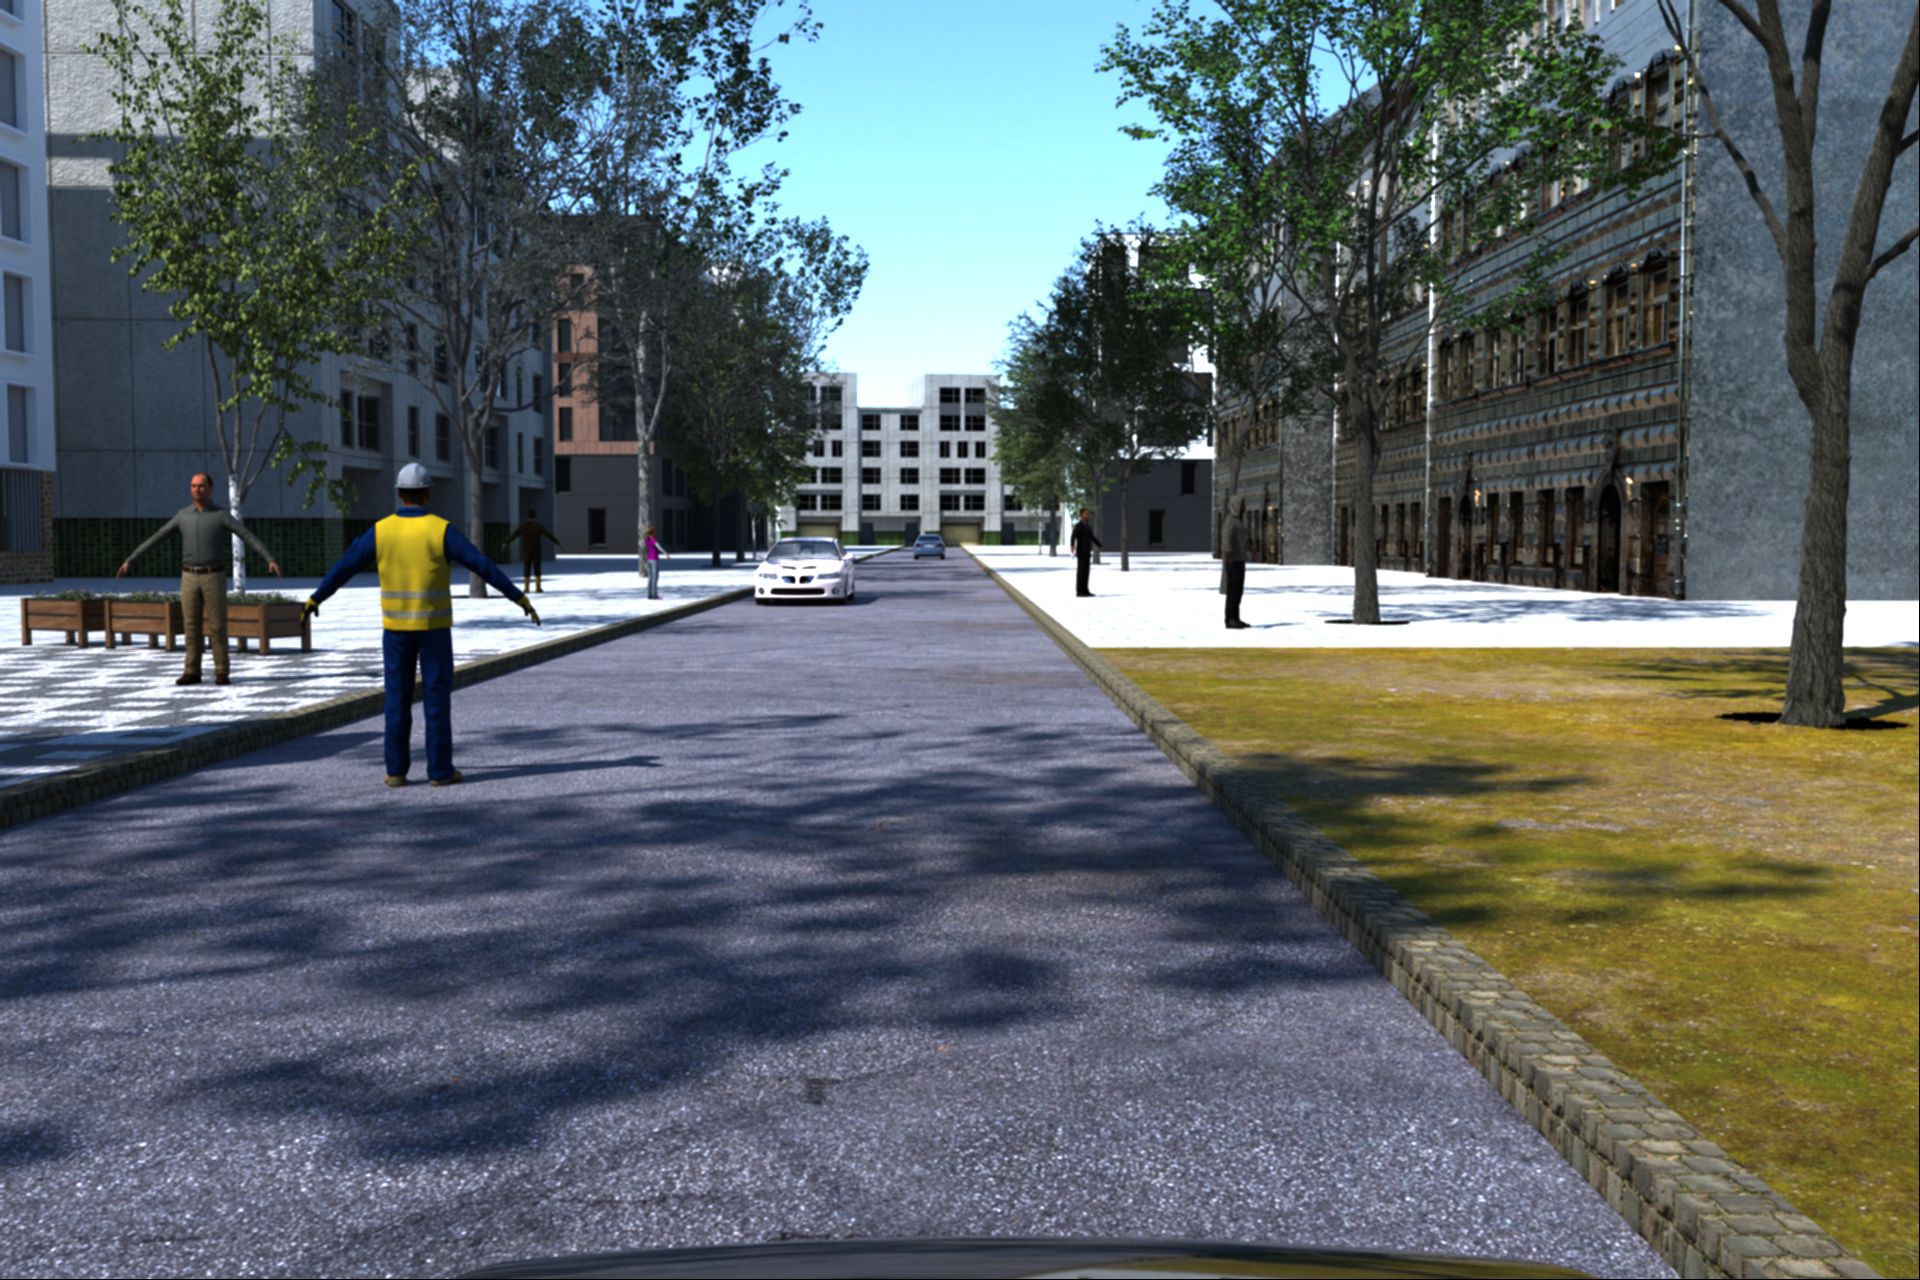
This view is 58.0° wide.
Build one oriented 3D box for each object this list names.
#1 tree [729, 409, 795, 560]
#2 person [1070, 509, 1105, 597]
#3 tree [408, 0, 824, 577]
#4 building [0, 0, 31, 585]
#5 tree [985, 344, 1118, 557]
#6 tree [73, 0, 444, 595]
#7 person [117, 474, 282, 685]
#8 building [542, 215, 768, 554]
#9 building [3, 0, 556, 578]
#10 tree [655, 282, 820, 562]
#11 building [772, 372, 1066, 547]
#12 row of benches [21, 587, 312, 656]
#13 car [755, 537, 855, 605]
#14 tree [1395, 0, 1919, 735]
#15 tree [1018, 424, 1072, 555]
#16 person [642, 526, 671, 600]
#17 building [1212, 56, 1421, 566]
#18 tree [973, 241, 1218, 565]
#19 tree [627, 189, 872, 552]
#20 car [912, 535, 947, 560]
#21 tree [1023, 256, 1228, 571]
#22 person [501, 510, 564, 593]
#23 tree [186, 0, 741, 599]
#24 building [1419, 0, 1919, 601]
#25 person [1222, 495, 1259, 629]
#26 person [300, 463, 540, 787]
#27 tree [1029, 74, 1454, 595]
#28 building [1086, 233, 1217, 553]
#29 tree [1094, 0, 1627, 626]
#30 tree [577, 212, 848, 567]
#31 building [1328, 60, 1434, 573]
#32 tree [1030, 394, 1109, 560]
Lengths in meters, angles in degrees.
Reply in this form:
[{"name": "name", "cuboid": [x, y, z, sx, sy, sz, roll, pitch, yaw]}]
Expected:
[{"name": "tree", "cuboid": [-10.263, -8.351, 86.897, 4.737, 8.622, 4.395, 0, 3, 0]}, {"name": "person", "cuboid": [2.559, -1.788, 35.465, 0.704, 1.802, 1.346, 2, 4, 32]}, {"name": "tree", "cuboid": [-10.388, -11.852, 49.666, 12.611, 20.169, 13.585, 0, 3, 0]}, {"name": "building", "cuboid": [-28.789, -10.765, 32.429, 16.016, 20.090, 11.380, 0, 4, -1]}, {"name": "tree", "cuboid": [4.837, -10.936, 96.933, 7.486, 12.596, 7.792, 0, 3, 0]}, {"name": "tree", "cuboid": [-9.008, -4.371, 21.832, 4.737, 8.622, 4.395, 0, 3, 0]}, {"name": "person", "cuboid": [-6.462, -0.521, 14.787, 1.348, 1.796, 0.705, 0, 4, -6]}, {"name": "building", "cuboid": [-30.029, -17.340, 127.486, 27.936, 21.610, 32.646, 0, 4, 1]}, {"name": "building", "cuboid": [-27.300, -12.198, 65.903, 16.747, 18.905, 31.486, 0, 4, -1]}, {"name": "tree", "cuboid": [-10.388, -9.805, 78.437, 7.486, 12.596, 7.792, 0, 3, 0]}, {"name": "building", "cuboid": [-5.161, -20.087, 197.338, 31.486, 18.905, 16.747, -1, 4, -9]}, {"name": "row of benches", "cuboid": [-8.840, -0.234, 19.295, 4.104, 0.672, 1.422, 2, 4, 27]}, {"name": "car", "cuboid": [-3.222, -1.477, 36.505, 2.083, 1.381, 4.827, 0, 4, 0]}, {"name": "tree", "cuboid": [5.693, -5.225, 11.185, 9.928, 11.665, 9.643, 0, 3, 0]}, {"name": "tree", "cuboid": [4.724, -9.459, 105.009, 4.360, 8.622, 3.978, 0, 3, 0]}, {"name": "person", "cuboid": [-5.965, -1.510, 33.948, 0.599, 1.433, 0.991, -3, 5, -42]}, {"name": "building", "cuboid": [22.211, -15.154, 78.701, 19.493, 23.208, 18.063, 0, 4, 0]}, {"name": "tree", "cuboid": [5.750, -9.896, 72.164, 12.009, 13.543, 11.850, 0, 3, 0]}, {"name": "tree", "cuboid": [-11.642, -14.705, 96.312, 12.611, 20.169, 13.585, 0, 3, 0]}, {"name": "car", "cuboid": [-1.726, -5.268, 98.138, 2.014, 1.417, 4.499, 0, 4, 0]}, {"name": "tree", "cuboid": [5.386, -7.623, 59.048, 7.601, 10.594, 8.767, -3, 4, -36]}, {"name": "person", "cuboid": [-9.356, -1.942, 37.886, 1.346, 1.812, 0.704, 0, 4, -7]}, {"name": "tree", "cuboid": [-9.609, -7.567, 34.093, 12.009, 13.543, 11.850, 0, 3, 0]}, {"name": "building", "cuboid": [23.035, -12.879, 41.498, 19.493, 23.208, 18.063, 0, 3, 0]}, {"name": "person", "cuboid": [3.784, -1.068, 23.596, 0.705, 1.813, 1.348, 2, 4, 25]}, {"name": "person", "cuboid": [-3.098, -0.090, 9.902, 1.349, 1.833, 0.705, 0, 4, -5]}, {"name": "tree", "cuboid": [5.618, -6.222, 36.143, 8.767, 10.594, 7.601, 0, 4, 2]}, {"name": "building", "cuboid": [23.492, -17.751, 134.199, 27.936, 21.610, 32.646, 0, 4, 0]}, {"name": "tree", "cuboid": [5.763, -6.041, 24.528, 9.928, 11.665, 9.643, 0, 3, 0]}, {"name": "tree", "cuboid": [-9.404, -9.560, 66.671, 12.009, 13.543, 11.850, 0, 3, 0]}, {"name": "building", "cuboid": [24.335, -14.022, 60.183, 19.493, 23.208, 18.063, 0, 4, 0]}, {"name": "tree", "cuboid": [5.577, -8.226, 84.854, 4.360, 8.622, 3.978, 0, 3, 0]}]
